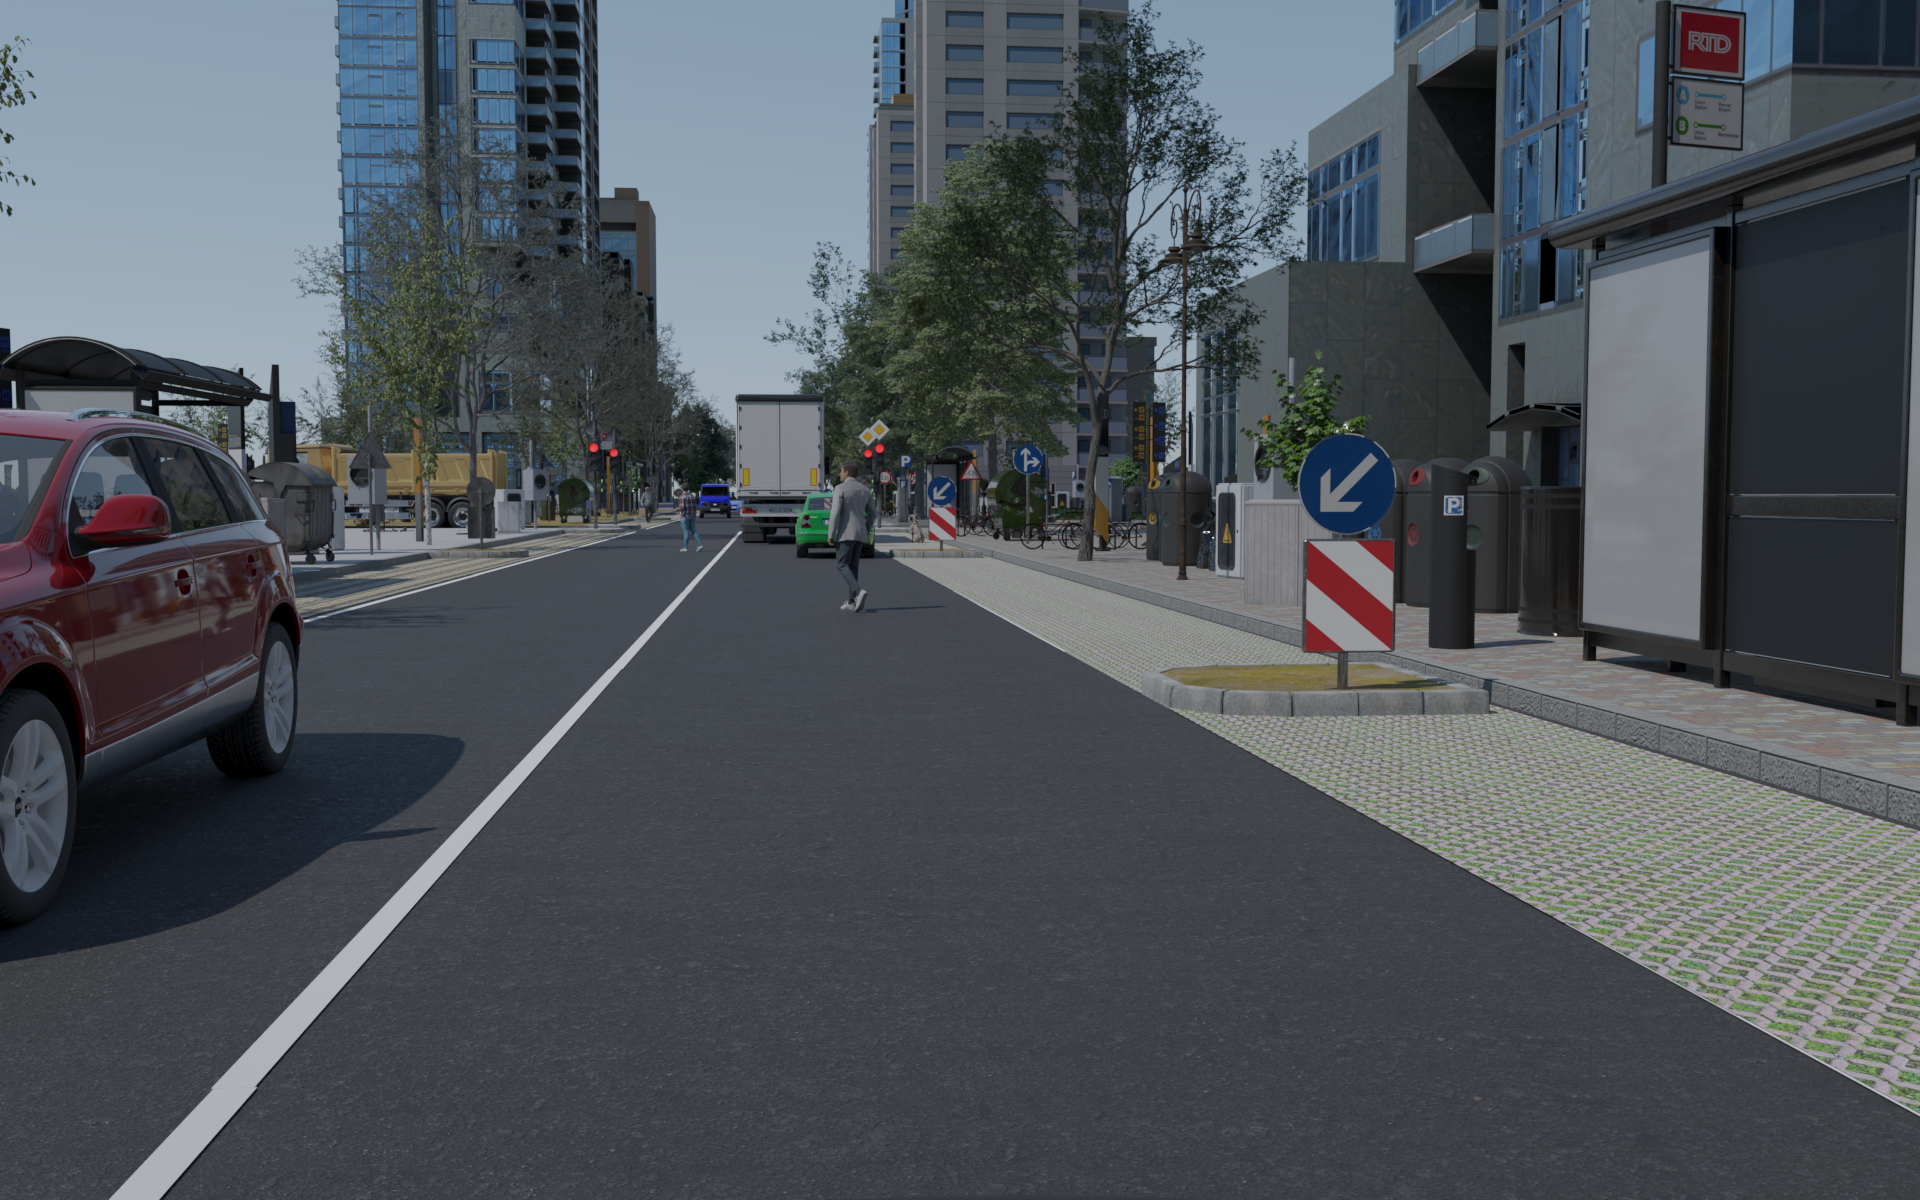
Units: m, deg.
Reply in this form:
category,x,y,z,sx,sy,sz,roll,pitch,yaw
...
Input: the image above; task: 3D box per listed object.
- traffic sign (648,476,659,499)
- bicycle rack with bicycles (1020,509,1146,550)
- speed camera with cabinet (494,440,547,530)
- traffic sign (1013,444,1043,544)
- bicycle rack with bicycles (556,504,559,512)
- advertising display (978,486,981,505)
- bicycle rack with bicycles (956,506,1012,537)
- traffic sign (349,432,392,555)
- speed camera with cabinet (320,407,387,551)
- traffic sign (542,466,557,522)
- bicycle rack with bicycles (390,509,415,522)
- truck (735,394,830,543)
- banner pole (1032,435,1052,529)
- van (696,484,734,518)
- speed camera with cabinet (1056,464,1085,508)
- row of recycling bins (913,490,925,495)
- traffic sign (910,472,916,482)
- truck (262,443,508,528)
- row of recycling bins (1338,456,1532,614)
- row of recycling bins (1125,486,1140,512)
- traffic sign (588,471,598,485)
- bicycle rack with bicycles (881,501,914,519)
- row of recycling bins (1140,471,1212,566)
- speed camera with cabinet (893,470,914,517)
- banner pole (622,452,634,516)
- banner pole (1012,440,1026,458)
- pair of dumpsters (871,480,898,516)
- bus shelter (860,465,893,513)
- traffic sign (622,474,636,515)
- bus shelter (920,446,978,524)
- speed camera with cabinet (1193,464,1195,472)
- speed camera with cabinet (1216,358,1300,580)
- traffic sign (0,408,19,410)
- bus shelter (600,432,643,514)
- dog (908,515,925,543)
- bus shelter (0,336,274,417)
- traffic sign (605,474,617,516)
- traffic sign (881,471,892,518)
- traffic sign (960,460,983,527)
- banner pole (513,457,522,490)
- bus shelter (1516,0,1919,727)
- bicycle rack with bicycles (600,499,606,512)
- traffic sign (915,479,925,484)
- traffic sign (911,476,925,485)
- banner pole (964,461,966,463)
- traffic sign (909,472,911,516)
category,x,y,z,sx,sy,sz,roll,pitch,yaw
traffic sign,-21.640,-7.479,122.394,0.768,2.556,0.104,0,4,2
bicycle rack with bicycles,3.158,-1.664,40.591,2.925,0.926,2.852,1,4,23
speed camera with cabinet,-15.908,-4.182,62.719,0.660,3.252,2.038,2,4,34
traffic sign,1.749,-2.718,44.550,0.768,2.556,0.104,0,4,3
bicycle rack with bicycles,-29.317,-6.567,120.746,2.925,0.926,2.852,0,4,6
advertising display,1.524,-7.985,135.767,0.123,1.923,0.974,0,4,5
bicycle rack with bicycles,1.084,-2.434,53.182,2.925,0.926,2.852,0,4,-5
traffic sign,-12.341,-2.218,36.260,0.884,2.594,0.081,0,4,-3
speed camera with cabinet,-14.055,-2.744,39.206,2.038,3.252,0.660,1,4,11
traffic sign,-18.852,-4.852,79.437,0.768,2.556,0.104,0,4,2
bicycle rack with bicycles,-25.613,-4.167,81.505,2.852,0.926,2.925,3,4,36
truck,-5.481,-3.993,54.200,2.839,4.237,11.283,0,4,-4
banner pole,2.962,-4.459,62.919,0.863,3.779,0.401,-2,4,-27
van,-14.665,-6.077,103.745,2.240,2.365,5.245,0,4,-8
speed camera with cabinet,7.157,-7.307,113.809,2.038,3.252,0.660,-1,4,-15
row of recycling bins,-2.356,-8.618,148.010,3.534,1.692,1.069,0,4,-1
traffic sign,-2.530,-6.132,100.357,0.768,2.556,0.104,0,4,-1
truck,-22.770,-4.372,67.399,9.791,3.379,3.469,0,4,-4
row of recycling bins,5.352,-0.800,20.196,1.069,1.692,3.534,-1,4,-21
row of recycling bins,8.948,-5.001,88.878,1.069,1.692,3.534,0,4,6
traffic sign,-20.005,-5.798,94.909,0.768,2.556,0.104,0,4,0
bicycle rack with bicycles,-2.596,-4.664,89.637,2.852,0.926,2.925,-2,4,-31
row of recycling bins,4.117,-1.545,32.378,1.069,1.692,3.534,0,4,0
speed camera with cabinet,-3.284,-6.324,97.740,0.660,3.252,2.038,-1,4,-14
banner pole,-21.090,-7.319,109.685,0.863,3.779,0.401,-2,4,-26
banner pole,2.796,-5.535,80.518,0.863,3.779,0.401,0,4,5
pair of dumpsters,-4.340,-6.030,101.088,1.574,2.255,4.437,0,4,-6
bus shelter,-5.772,-7.691,119.678,2.014,3.302,5.546,0,4,-6
traffic sign,-20.261,-6.492,106.148,0.884,2.594,0.081,0,4,-5
bus shelter,-0.515,-5.003,75.715,2.014,3.302,5.546,0,4,-6
speed camera with cabinet,16.052,-7.362,114.701,0.660,3.252,2.038,-2,4,-30
speed camera with cabinet,4.478,-1.929,25.871,0.660,3.252,2.038,-1,4,-15
traffic sign,-11.498,-1.133,20.648,0.606,2.300,0.079,0,4,-6
bus shelter,-22.366,-8.369,114.467,2.179,5.291,8.768,0,4,-6
dog,-1.286,-2.056,50.444,0.513,0.831,0.800,0,4,3
bus shelter,-11.708,-1.900,24.985,2.014,3.302,5.546,0,4,-6
traffic sign,-20.091,-6.102,99.866,0.768,2.556,0.104,0,4,2
traffic sign,-4.012,-5.646,92.414,0.768,2.556,0.104,0,4,2
traffic sign,0.424,-4.011,65.579,0.884,2.594,0.081,0,4,3
banner pole,-29.825,-7.742,116.605,0.401,3.779,0.863,3,4,37
bus shelter,5.741,-2.092,11.830,2.179,5.291,8.768,0,4,-6
bicycle rack with bicycles,-24.328,-6.621,121.637,2.852,0.926,2.925,0,4,-5
traffic sign,-2.160,-5.951,97.397,0.768,2.556,0.104,0,4,-1
traffic sign,-2.439,-6.096,99.669,0.884,2.594,0.081,0,4,-1
banner pole,-0.247,-6.404,94.728,0.401,3.779,0.863,3,5,41
traffic sign,-2.912,-6.215,101.617,0.884,2.594,0.081,0,4,-2
